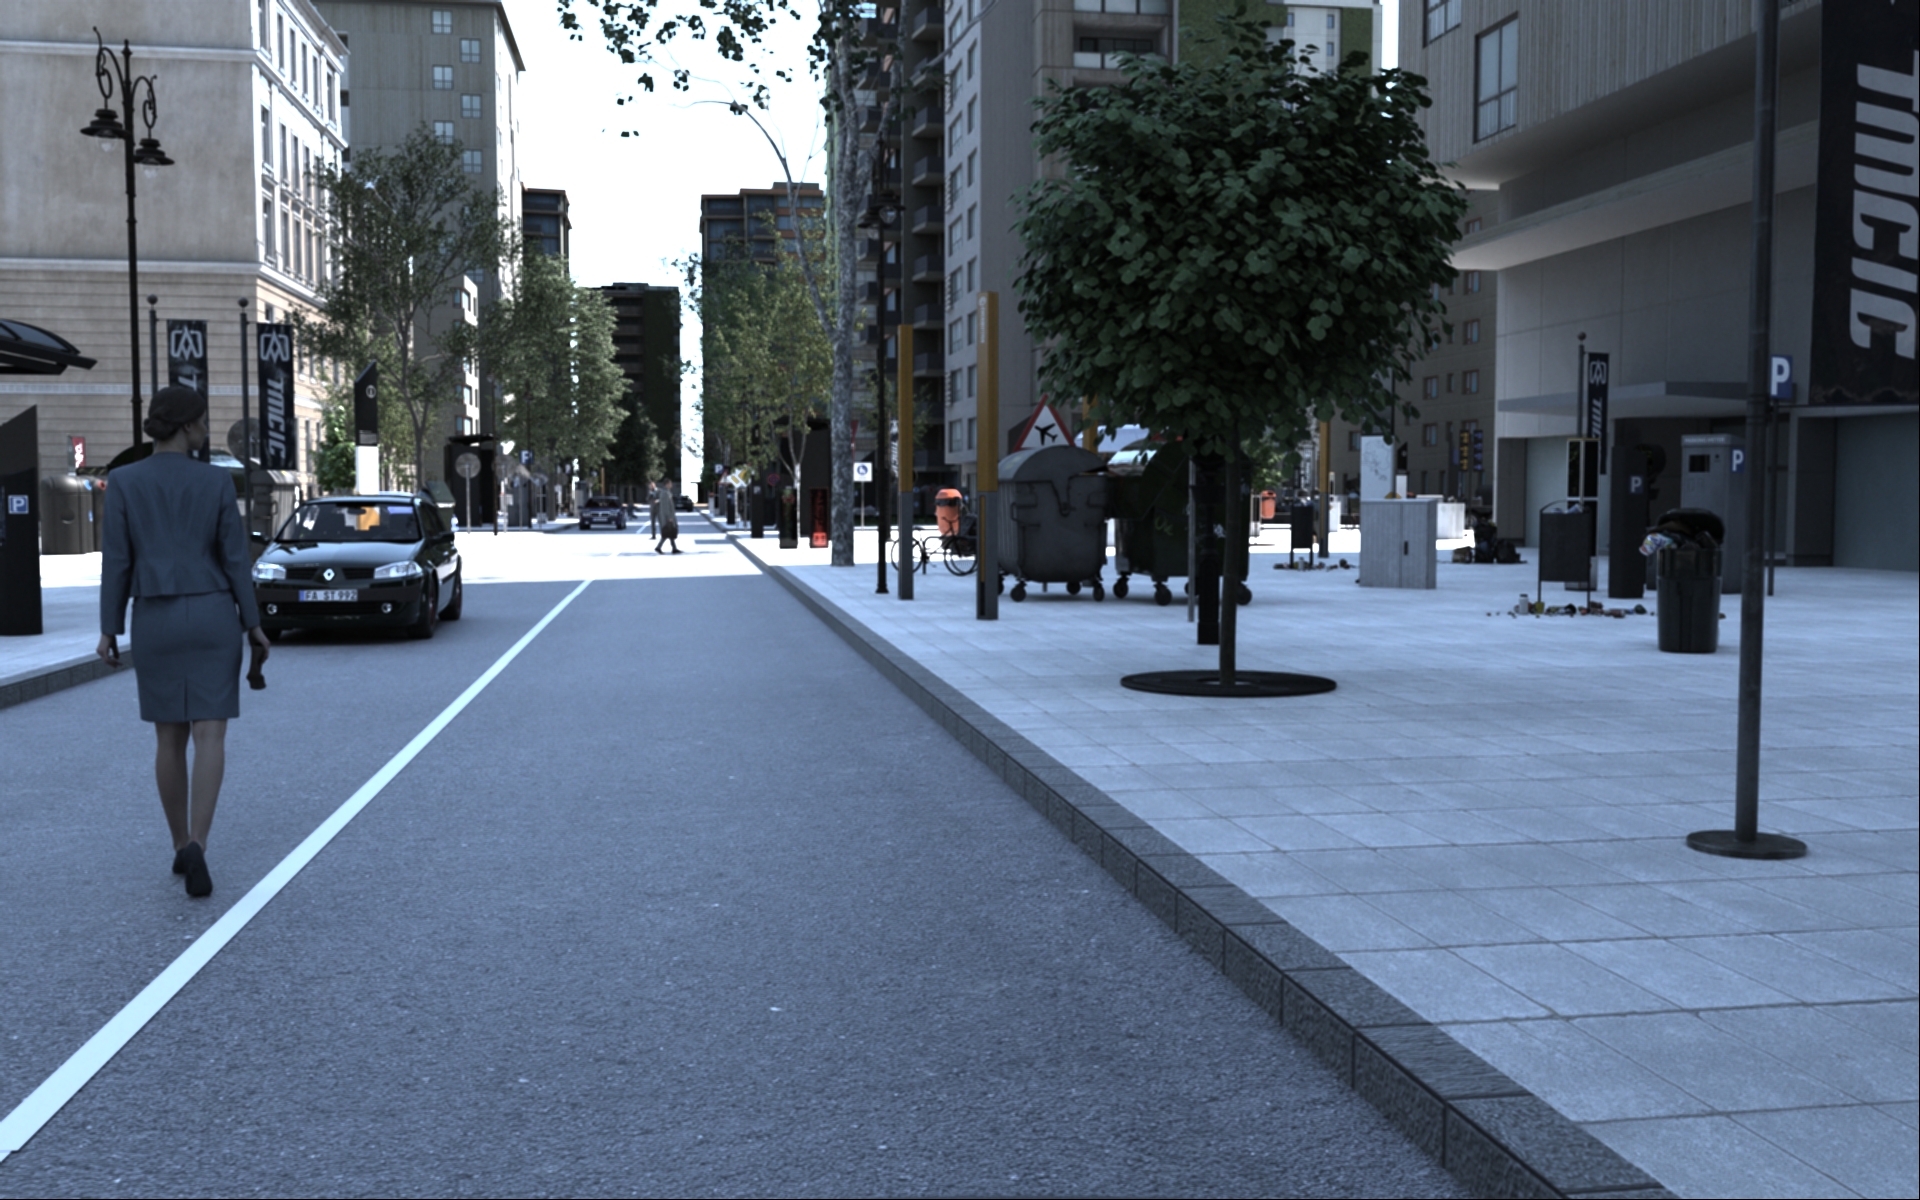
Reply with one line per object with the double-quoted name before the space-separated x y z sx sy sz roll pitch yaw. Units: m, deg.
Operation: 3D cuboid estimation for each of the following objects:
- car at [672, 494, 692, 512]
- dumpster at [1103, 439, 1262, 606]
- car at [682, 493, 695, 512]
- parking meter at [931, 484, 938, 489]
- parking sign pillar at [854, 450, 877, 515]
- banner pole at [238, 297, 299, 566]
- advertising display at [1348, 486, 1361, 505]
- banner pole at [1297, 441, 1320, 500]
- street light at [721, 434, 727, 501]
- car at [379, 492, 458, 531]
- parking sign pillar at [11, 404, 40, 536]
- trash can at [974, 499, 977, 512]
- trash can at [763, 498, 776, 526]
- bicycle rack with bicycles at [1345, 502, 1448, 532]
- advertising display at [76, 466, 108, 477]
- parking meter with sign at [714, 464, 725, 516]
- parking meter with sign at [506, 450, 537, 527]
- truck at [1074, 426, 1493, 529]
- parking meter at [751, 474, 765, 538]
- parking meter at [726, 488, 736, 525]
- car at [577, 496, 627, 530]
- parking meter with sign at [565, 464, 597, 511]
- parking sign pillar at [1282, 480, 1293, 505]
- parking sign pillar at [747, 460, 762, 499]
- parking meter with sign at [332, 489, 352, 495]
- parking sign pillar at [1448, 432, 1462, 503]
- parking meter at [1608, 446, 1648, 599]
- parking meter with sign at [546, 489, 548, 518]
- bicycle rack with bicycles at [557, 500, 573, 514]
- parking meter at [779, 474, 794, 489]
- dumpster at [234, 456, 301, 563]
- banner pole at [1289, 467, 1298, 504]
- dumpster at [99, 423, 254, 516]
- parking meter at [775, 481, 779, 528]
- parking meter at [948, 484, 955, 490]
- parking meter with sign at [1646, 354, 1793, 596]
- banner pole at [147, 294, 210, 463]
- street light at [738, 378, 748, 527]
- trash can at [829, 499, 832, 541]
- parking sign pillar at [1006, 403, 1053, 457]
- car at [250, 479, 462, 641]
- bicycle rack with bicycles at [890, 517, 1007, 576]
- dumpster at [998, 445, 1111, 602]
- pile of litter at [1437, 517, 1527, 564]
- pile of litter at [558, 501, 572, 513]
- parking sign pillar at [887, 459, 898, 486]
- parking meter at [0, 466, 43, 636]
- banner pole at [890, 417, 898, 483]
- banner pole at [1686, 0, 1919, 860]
"car" -22.069 -7.732 136.197 2.009 1.686 4.222 -1 4 -10
"dumpster" 2.607 -1.110 20.637 1.502 2.255 1.985 -1 4 -9
"car" -22.853 -8.129 142.702 2.009 1.686 4.222 -1 4 -9
"parking meter" -1.438 -5.608 97.401 0.255 1.863 0.399 -2 4 -32
"parking sign pillar" -5.772 -7.122 104.912 1.447 3.967 1.447 -3 5 -40
"banner pole" -8.948 -1.974 22.297 0.863 3.779 0.401 -3 5 -41
"advertising display" 22.554 -5.715 98.660 0.974 1.923 0.123 3 5 42
"banner pole" 16.509 -5.607 81.689 0.863 3.779 0.401 -2 4 -33
"street light" -14.145 -8.002 103.617 0.468 5.910 1.993 -1 4 -9
"car" -19.086 -3.032 59.164 3.694 1.707 1.945 -1 4 -10
"parking sign pillar" -28.301 -3.881 51.919 1.447 3.967 1.447 -1 4 -16
"trash can" 0.795 -2.653 55.026 0.748 1.137 0.748 0 3 0
"trash can" -7.672 -3.524 69.278 0.748 1.137 0.748 0 3 0
"bicycle rack with bicycles" 14.270 -2.668 57.006 2.852 0.926 2.925 0 4 -8
"advertising display" -20.189 -2.159 40.508 0.974 1.923 0.123 1 4 12
"parking meter with sign" -14.062 -6.452 101.752 0.543 3.016 1.738 0 4 -2
"parking meter with sign" -17.295 -4.390 68.035 0.543 3.016 1.738 0 4 6
"truck" 12.816 -4.635 65.549 18.799 4.110 2.967 -1 4 -11
"parking meter" -5.878 -2.730 50.352 0.399 1.863 0.255 0 4 -4
"parking meter" -9.587 -3.921 72.515 0.372 1.533 0.369 0 3 0
"car" -14.480 -3.527 70.244 1.945 1.354 3.894 0 4 -8
"parking meter with sign" -22.309 -6.462 101.915 0.543 3.016 1.738 3 5 43
"parking sign pillar" 23.692 -8.438 126.441 1.447 3.967 1.447 -1 4 -18
"parking sign pillar" -12.214 -7.070 104.073 1.447 3.967 1.447 3 4 39
"parking meter with sign" -24.503 -4.425 68.616 1.738 3.016 0.543 -3 5 -40
"parking sign pillar" 21.536 -5.314 75.358 1.447 3.967 1.447 1 4 23
"parking meter" 8.223 -0.954 21.313 0.399 1.863 0.255 -2 4 -23
"parking meter with sign" -23.419 -6.018 94.663 1.738 3.016 0.543 0 4 -2
"bicycle rack with bicycles" -26.819 -6.148 113.901 2.852 0.926 2.925 -3 4 -38
"parking meter" -4.879 -2.671 49.374 0.399 1.863 0.255 -1 4 -13
"dumpster" -11.201 -1.314 27.242 1.264 1.857 1.865 -1 4 -9
"banner pole" 20.354 -7.066 105.545 0.863 3.779 0.401 0 4 6
"dumpster" -10.516 -1.272 23.298 1.502 2.255 1.985 -1 4 -9
"parking meter" -6.797 -3.666 65.651 0.399 1.863 0.255 -1 4 -19
"parking meter" -0.536 -5.903 102.218 0.255 1.863 0.399 -3 5 -44
"parking meter with sign" 9.763 -1.601 22.436 0.543 3.016 1.738 -2 4 -34
"banner pole" -9.890 -1.947 21.851 0.863 3.779 0.401 -1 4 -14
"street light" -8.451 -5.823 67.994 0.468 5.910 1.993 -1 4 -9
"trash can" -3.716 -2.197 47.582 0.748 1.137 0.748 0 3 0
"parking sign pillar" 1.999 -3.750 49.786 1.447 3.967 1.447 0 4 -6
"car" -6.299 -0.518 18.256 2.009 1.686 4.222 -1 4 -10
"bicycle rack with bicycles" 0.707 -0.878 27.738 2.925 0.926 2.852 3 4 36
"dumpster" 1.085 -0.949 21.279 1.264 1.857 1.865 -1 4 -9
"pile of litter" 9.678 -1.120 32.270 1.719 0.858 1.176 1 4 18
"pile of litter" -26.658 -6.280 116.638 1.176 0.858 1.719 -3 4 -37
"parking sign pillar" -3.467 -6.559 95.704 1.447 3.967 1.447 1 4 15
"parking meter" -8.589 -0.450 15.772 0.372 1.533 0.369 0 3 0
"banner pole" -1.725 -3.616 49.143 0.863 3.779 0.401 3 4 37
"banner pole" 3.052 -0.981 6.054 0.863 3.779 0.401 2 4 26
